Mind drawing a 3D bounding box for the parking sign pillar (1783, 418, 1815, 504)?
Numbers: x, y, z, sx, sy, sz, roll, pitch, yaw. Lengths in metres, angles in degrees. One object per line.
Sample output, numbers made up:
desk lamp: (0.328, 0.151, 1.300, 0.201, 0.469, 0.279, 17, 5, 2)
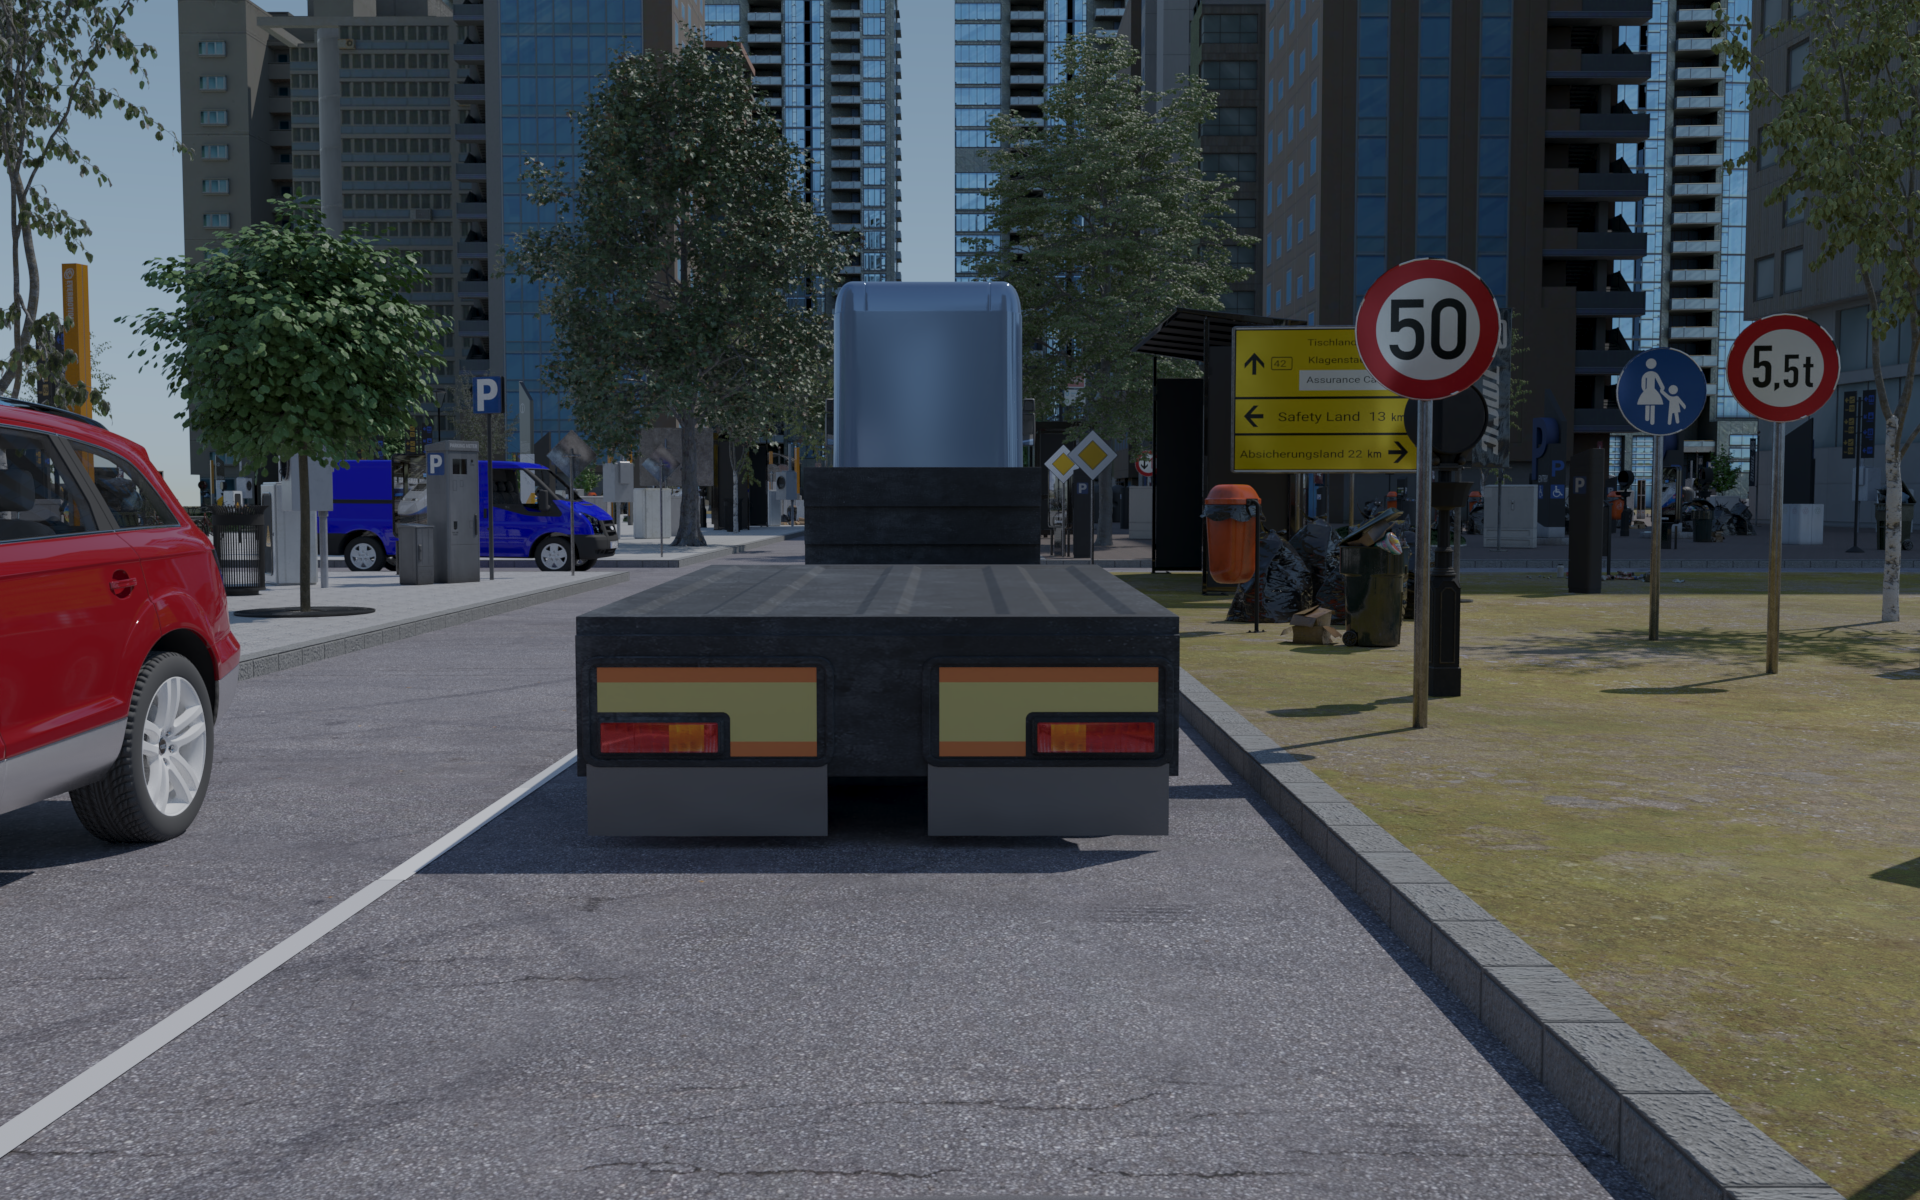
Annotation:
parking sign pillar: (29.699, -4.478, 61.681, 1.447, 3.967, 1.447, -3, 5, -43)

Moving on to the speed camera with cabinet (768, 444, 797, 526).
speed camera with cabinet: (-7.332, -4.565, 68.973, 0.660, 3.252, 2.038, -3, 5, -43)

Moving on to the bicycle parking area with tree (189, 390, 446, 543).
bicycle parking area with tree: (-17.072, -3.731, 47.999, 8.231, 4.147, 9.016, 1, 4, 15)

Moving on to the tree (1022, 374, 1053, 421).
tree: (3.491, -9.464, 105.105, 4.737, 8.622, 4.395, 0, 3, 0)

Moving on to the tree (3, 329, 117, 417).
tree: (-36.761, -7.367, 70.812, 4.737, 8.622, 4.395, 0, 3, 0)

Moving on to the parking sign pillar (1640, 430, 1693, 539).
parking sign pillar: (20.506, -3.773, 50.165, 1.447, 3.967, 1.447, 0, 4, 3)

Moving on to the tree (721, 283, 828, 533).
tree: (-7.064, -6.473, 56.204, 4.737, 8.622, 4.395, 0, 3, 0)

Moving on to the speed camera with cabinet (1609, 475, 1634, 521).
speed camera with cabinet: (31.013, -5.352, 81.840, 0.660, 3.252, 2.038, -1, 4, -14)

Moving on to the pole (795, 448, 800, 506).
pole: (-7.157, -5.031, 76.095, 0.158, 3.312, 0.155, 0, 3, 0)

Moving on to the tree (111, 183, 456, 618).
tree: (-7.114, -2.125, 18.451, 4.285, 4.588, 4.351, 0, 3, 0)

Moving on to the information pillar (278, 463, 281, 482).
information pillar: (-14.485, -2.812, 37.324, 0.504, 3.616, 0.183, 1, 4, 23)

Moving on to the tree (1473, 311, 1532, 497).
tree: (20.043, -7.114, 66.674, 4.737, 8.622, 4.395, 0, 3, 0)

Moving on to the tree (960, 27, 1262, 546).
tree: (3.585, -7.658, 43.337, 7.486, 12.596, 7.792, 0, 3, 0)

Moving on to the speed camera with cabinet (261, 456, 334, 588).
speed camera with cabinet: (-9.285, -1.826, 24.187, 0.660, 3.252, 2.038, -2, 4, -32)

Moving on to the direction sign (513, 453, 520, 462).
direction sign: (-24.267, -6.290, 94.837, 0.379, 3.537, 0.876, 1, 4, 15)

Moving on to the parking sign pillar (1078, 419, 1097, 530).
parking sign pillar: (4.203, -4.509, 62.198, 1.447, 3.967, 1.447, -2, 4, -28)

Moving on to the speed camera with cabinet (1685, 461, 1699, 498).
speed camera with cabinet: (42.658, -6.592, 102.115, 2.038, 3.252, 0.660, -1, 4, -18)

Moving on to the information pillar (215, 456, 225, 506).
information pillar: (-44.448, -6.893, 104.055, 0.504, 3.616, 0.183, -2, 4, -29)

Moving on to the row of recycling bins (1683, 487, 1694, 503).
row of recycling bins: (40.934, -5.638, 99.296, 1.069, 1.692, 3.534, 0, 4, -6)

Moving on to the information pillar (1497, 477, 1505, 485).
information pillar: (22.764, -4.187, 72.956, 0.304, 2.012, 0.304, 1, 4, 20)

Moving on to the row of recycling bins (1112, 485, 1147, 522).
row of recycling bins: (8.256, -4.426, 79.471, 3.534, 1.692, 1.069, -2, 4, -34)

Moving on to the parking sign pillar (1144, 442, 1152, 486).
parking sign pillar: (9.828, -6.123, 88.591, 1.447, 3.967, 1.447, -1, 4, -10)

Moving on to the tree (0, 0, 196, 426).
tree: (-6.995, -3.774, 12.061, 4.360, 8.622, 3.978, 0, 3, 0)

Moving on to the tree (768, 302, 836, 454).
tree: (-6.477, -11.799, 103.291, 12.009, 13.543, 11.850, 0, 3, 0)

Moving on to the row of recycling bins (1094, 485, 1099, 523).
row of recycling bins: (4.732, -4.230, 76.268, 3.534, 1.692, 1.069, -1, 4, -9)

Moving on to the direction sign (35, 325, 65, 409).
direction sign: (-12.218, -1.922, 23.416, 0.876, 3.537, 0.379, 3, 4, 36)

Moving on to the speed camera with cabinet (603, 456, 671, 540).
speed camera with cabinet: (-9.213, -3.370, 49.431, 0.660, 3.252, 2.038, 3, 5, 40)

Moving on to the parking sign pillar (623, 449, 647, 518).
parking sign pillar: (-16.590, -6.149, 89.000, 1.447, 3.967, 1.447, 1, 4, 22)

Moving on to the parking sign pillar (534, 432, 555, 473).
parking sign pillar: (-18.243, -5.309, 75.274, 1.447, 3.967, 1.447, 2, 4, 24)

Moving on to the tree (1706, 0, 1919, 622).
tree: (9.351, -4.075, 16.994, 4.737, 8.622, 4.395, 0, 3, 0)

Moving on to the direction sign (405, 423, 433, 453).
direction sign: (-17.136, -3.848, 54.910, 0.876, 3.537, 0.379, -3, 4, -37)

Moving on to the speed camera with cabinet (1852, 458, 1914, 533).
speed camera with cabinet: (30.439, -3.840, 57.116, 0.660, 3.252, 2.038, -1, 4, -16)

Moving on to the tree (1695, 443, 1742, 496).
tree: (28.766, -4.347, 65.681, 1.663, 3.219, 1.824, 0, 3, 0)

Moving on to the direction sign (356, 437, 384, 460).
direction sign: (-19.658, -4.023, 57.777, 0.876, 3.537, 0.379, 0, 4, -8)

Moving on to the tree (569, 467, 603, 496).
tree: (-19.589, -5.847, 90.196, 1.663, 3.219, 1.824, 0, 3, 0)

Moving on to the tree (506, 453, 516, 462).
tree: (-20.978, -5.291, 81.117, 1.663, 3.219, 1.824, 0, 3, 0)

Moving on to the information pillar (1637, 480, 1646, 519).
information pillar: (35.184, -5.196, 89.448, 0.304, 2.012, 0.304, -1, 4, -20)

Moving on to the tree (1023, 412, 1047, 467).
tree: (2.921, -5.055, 66.362, 4.285, 4.588, 4.351, 0, 3, 0)

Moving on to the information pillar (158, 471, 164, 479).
information pillar: (-25.194, -3.057, 54.480, 0.304, 2.012, 0.304, -2, 4, -26)

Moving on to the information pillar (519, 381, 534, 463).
information pillar: (-8.989, -2.728, 35.959, 0.183, 3.616, 0.504, -3, 5, -41)

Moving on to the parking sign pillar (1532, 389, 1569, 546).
parking sign pillar: (14.883, -3.381, 43.747, 1.447, 3.967, 1.447, 0, 4, 0)

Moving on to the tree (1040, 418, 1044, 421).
tree: (2.804, -13.968, 145.392, 9.611, 12.733, 9.660, 0, 3, 0)

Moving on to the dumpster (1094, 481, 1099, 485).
dumpster: (5.882, -4.439, 78.338, 1.264, 1.857, 1.865, 0, 4, 0)

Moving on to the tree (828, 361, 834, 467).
tree: (-6.488, -7.946, 80.284, 4.737, 8.622, 4.395, 0, 3, 0)

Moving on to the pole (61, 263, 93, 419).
pole: (-7.844, -1.321, 15.445, 0.158, 3.312, 0.155, 0, 3, 0)

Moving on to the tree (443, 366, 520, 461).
tree: (-27.779, -9.174, 100.353, 4.360, 8.622, 3.978, 0, 3, 0)

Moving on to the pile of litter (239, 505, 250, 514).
pile of litter: (-28.945, -3.389, 69.369, 1.176, 0.858, 1.719, 0, 4, -1)

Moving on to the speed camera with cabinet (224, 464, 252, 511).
speed camera with cabinet: (-39.207, -6.098, 94.040, 0.660, 3.252, 2.038, 0, 4, 6)

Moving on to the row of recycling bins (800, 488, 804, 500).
row of recycling bins: (-9.348, -5.605, 98.755, 1.069, 1.692, 3.534, 0, 4, -4)

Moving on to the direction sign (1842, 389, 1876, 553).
direction sign: (19.667, -2.810, 37.948, 0.379, 3.537, 0.876, -1, 4, -16)

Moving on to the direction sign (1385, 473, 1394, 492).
direction sign: (17.452, -4.793, 70.359, 0.379, 3.537, 0.876, 2, 4, 35)

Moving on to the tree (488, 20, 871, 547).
tree: (-6.694, -7.677, 42.527, 9.611, 12.733, 9.660, 0, 3, 0)

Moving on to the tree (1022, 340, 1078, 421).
tree: (3.173, -12.796, 119.586, 12.009, 13.543, 11.850, 0, 3, 0)
